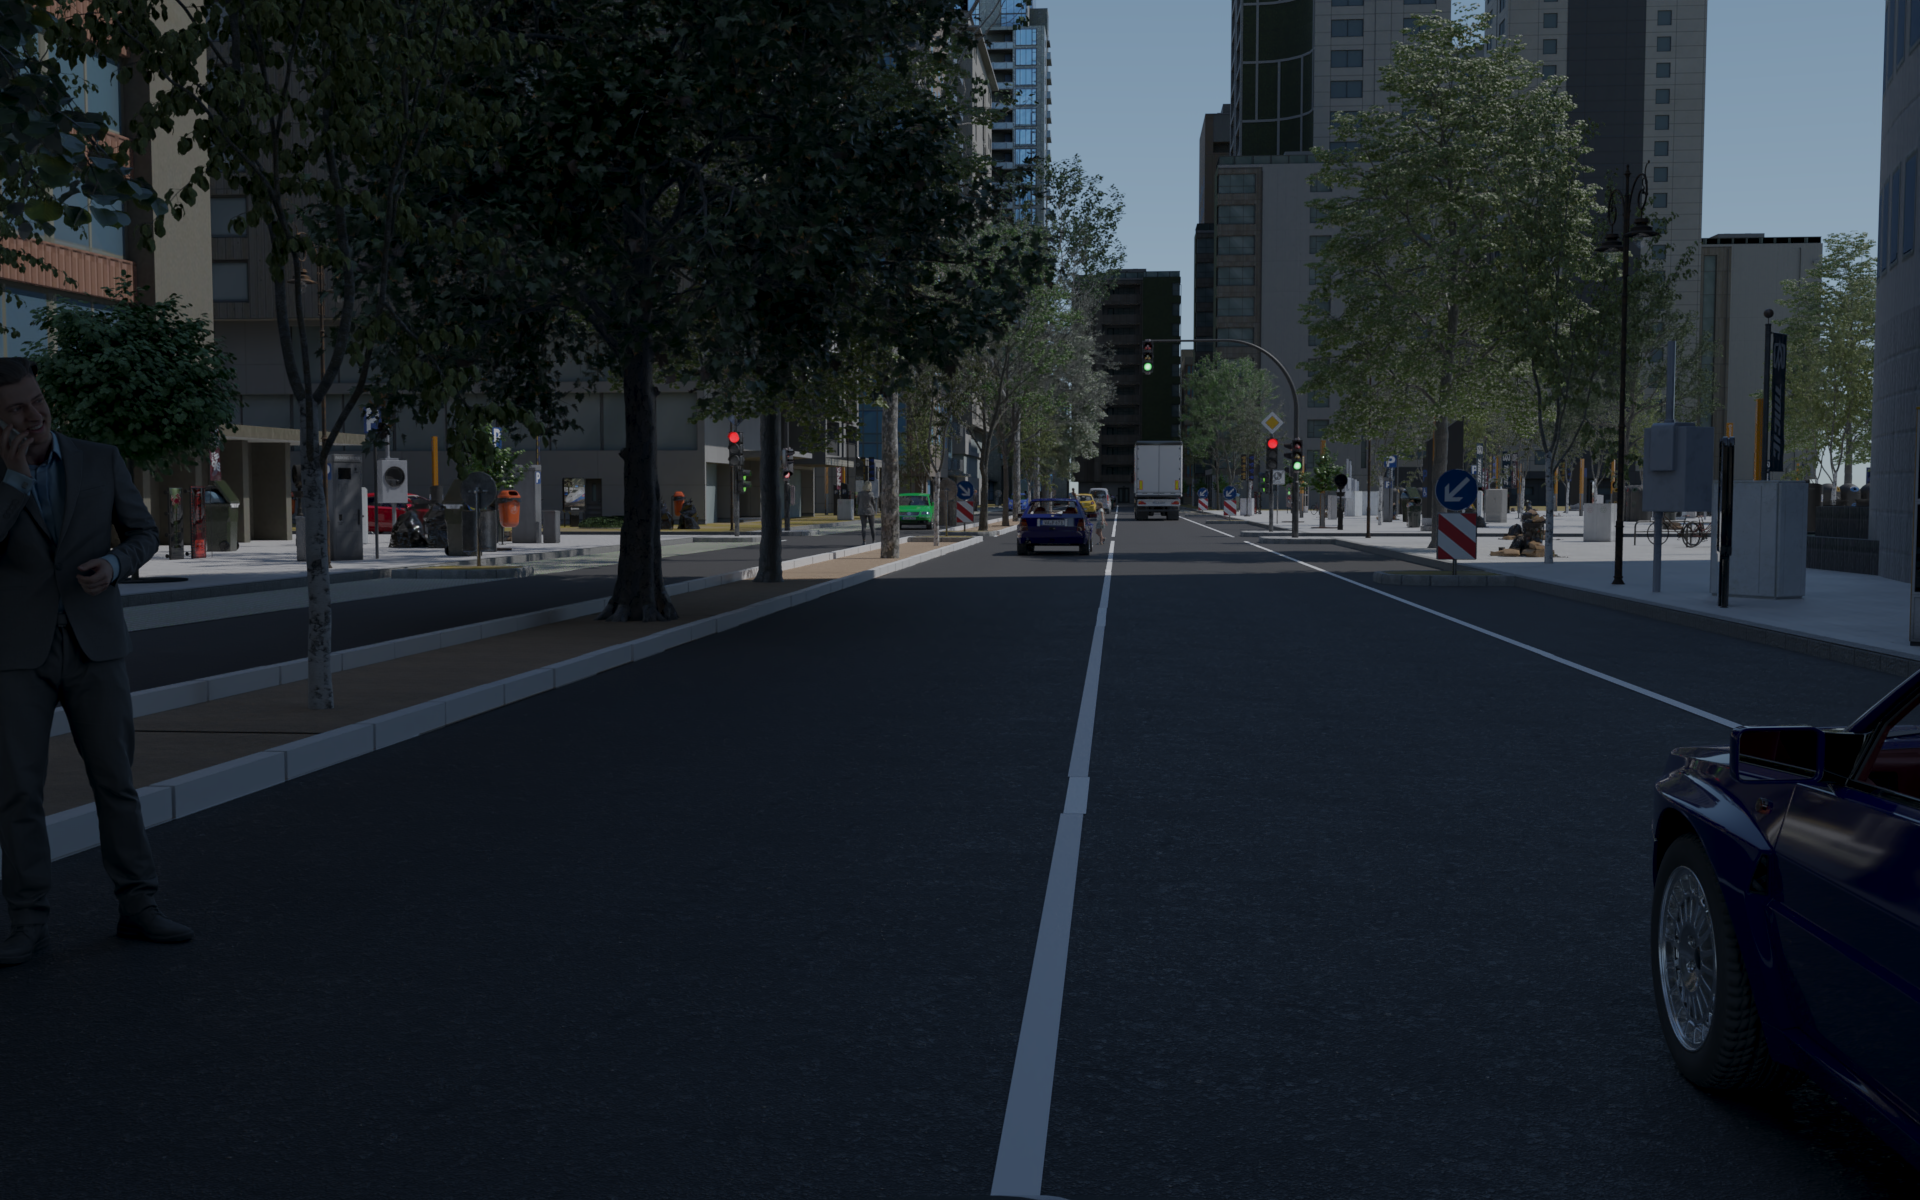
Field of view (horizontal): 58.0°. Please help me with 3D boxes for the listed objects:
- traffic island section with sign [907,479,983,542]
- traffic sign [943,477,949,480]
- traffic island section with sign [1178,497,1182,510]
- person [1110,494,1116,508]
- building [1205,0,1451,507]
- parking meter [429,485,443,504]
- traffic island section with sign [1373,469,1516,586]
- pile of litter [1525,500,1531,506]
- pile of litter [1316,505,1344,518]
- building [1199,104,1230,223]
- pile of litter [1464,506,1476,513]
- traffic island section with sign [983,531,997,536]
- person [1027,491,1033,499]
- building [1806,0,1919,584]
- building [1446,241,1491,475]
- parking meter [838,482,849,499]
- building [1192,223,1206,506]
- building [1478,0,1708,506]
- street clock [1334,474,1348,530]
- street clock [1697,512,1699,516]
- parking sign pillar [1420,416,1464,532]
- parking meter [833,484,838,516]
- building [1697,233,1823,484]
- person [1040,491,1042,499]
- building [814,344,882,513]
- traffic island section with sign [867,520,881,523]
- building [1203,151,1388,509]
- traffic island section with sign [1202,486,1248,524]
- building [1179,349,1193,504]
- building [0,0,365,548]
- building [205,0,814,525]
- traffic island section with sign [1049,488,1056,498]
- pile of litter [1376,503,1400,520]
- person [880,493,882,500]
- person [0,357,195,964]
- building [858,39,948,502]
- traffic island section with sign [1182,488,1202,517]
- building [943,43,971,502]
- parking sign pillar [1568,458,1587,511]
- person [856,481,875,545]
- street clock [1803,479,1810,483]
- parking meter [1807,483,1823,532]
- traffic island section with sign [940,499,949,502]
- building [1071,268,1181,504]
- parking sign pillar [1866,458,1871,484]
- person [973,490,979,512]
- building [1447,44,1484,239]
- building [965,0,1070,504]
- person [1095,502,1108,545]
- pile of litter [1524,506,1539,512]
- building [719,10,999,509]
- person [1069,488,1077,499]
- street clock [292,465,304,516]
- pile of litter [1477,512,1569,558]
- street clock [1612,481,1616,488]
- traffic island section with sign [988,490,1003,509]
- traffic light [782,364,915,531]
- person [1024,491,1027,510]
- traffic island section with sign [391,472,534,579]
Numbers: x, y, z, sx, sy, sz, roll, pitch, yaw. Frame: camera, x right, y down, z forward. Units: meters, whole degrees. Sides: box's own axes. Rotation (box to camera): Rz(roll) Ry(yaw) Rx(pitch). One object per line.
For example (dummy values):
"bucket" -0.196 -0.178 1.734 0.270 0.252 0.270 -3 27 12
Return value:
"traffic island section with sign" -0.469 -2.686 52.058 2.006 1.907 1.989 0 4 5
"traffic sign" -1.044 -8.111 132.719 0.768 2.556 0.104 1 4 12
"traffic island section with sign" 19.929 -9.267 160.150 1.989 1.847 2.006 0 4 5
"person" 15.722 -10.180 178.169 0.697 1.427 0.421 2 4 26
"building" 34.639 -44.531 166.330 20.563 71.187 20.611 0 4 5
"parking meter" -15.215 -2.565 50.344 0.372 1.533 0.369 0 3 0
"traffic island section with sign" 7.754 -1.182 27.961 1.989 1.847 2.006 0 4 5
"pile of litter" 43.093 -7.135 130.623 1.176 0.858 1.719 1 4 11
"pile of litter" 20.008 -4.871 93.607 1.719 0.858 1.176 -1 4 -11
"building" 34.644 -33.586 199.247 14.600 45.320 14.200 0 4 5
"pile of litter" 19.403 -3.199 66.262 1.719 0.858 1.176 1 4 12
"traffic island section with sign" 0.220 -3.137 59.434 2.006 1.907 1.989 0 4 5
"person" 8.049 -11.645 198.880 0.705 1.826 1.348 2 4 31
"building" 23.530 -29.187 19.209 21.231 58.520 28.212 0 4 5
"building" 52.010 -26.105 198.521 14.107 30.474 14.160 0 4 5
"parking meter" -5.703 -4.907 85.939 0.399 1.863 0.255 0 4 8
"building" 31.987 -25.323 185.732 14.160 30.474 14.107 0 4 5
"building" 69.090 -46.190 193.456 20.611 71.187 20.563 0 4 5
"street clock" 13.541 -3.490 61.624 0.471 2.002 0.358 0 4 6
"street clock" 40.354 -5.523 94.864 0.471 2.002 0.358 0 4 8
"parking sign pillar" 16.631 -4.355 59.675 1.447 3.967 1.447 -1 4 -10
"parking meter" -7.338 -5.969 103.304 0.399 1.863 0.255 1 4 15
"building" 87.327 -25.947 195.927 14.107 30.474 14.160 0 4 5
"person" 8.027 -10.085 174.208 0.721 1.723 1.217 3 5 42
"building" -15.956 -41.923 123.695 20.563 71.187 20.611 0 4 5
"traffic island section with sign" -3.450 -4.662 84.850 1.989 1.847 2.006 0 4 5
"building" 28.938 -23.148 150.176 14.160 30.474 14.107 0 4 5
"traffic island section with sign" 12.883 -4.589 83.662 1.989 1.847 2.006 0 4 5
"building" 43.935 -23.588 230.710 28.899 21.520 27.650 0 4 5
"building" -32.629 -23.558 39.806 28.867 44.769 22.147 0 4 5
"building" -20.545 -30.260 83.983 28.713 52.752 27.495 0 4 5
"traffic island section with sign" 7.098 -7.714 134.258 2.006 1.907 1.989 0 4 5
"pile of litter" 21.263 -4.412 86.097 1.176 0.858 1.719 1 4 16
"person" -3.480 -4.414 80.939 0.520 1.790 0.573 1 4 14
"person" -2.761 0.179 5.373 0.655 1.846 0.447 -2 4 -35
"building" -8.591 -30.178 143.526 14.600 45.320 14.200 0 4 5
"traffic island section with sign" 15.361 -6.231 110.503 1.989 1.847 2.006 0 4 5
"building" -11.502 -33.444 166.415 23.786 49.044 30.456 0 4 5
"parking sign pillar" 46.478 -8.664 130.135 1.447 3.967 1.447 -1 4 -21
"person" -2.630 -2.438 48.542 0.537 1.800 0.526 1 4 13
"street clock" 41.179 -4.875 84.284 0.358 2.002 0.471 3 5 42
"parking meter" 19.570 -1.915 39.722 0.372 1.533 0.369 0 3 0
"traffic island section with sign" -0.979 -6.304 111.692 1.989 1.847 2.006 0 4 5
"building" 21.462 -27.731 225.102 14.107 30.474 14.160 0 4 5
"parking sign pillar" 65.744 -8.333 124.714 1.447 3.967 1.447 0 4 3
"person" 1.316 -8.014 140.086 0.434 1.755 0.990 2 4 24
"building" 73.269 -41.646 222.909 28.212 58.520 21.231 0 4 5
"building" -0.940 -56.096 229.843 31.000 86.520 22.319 0 4 5
"person" 4.024 -2.167 48.939 0.382 1.210 0.505 0 4 -7
"pile of litter" 15.999 -2.112 48.499 1.719 0.858 1.176 2 4 29
"building" -10.345 -37.148 196.605 27.495 52.752 28.713 0 4 5
"person" 6.727 -5.769 102.909 0.616 1.811 0.778 2 4 29
"street clock" -16.282 -2.332 42.703 0.358 2.002 0.471 -3 4 -37
"pile of litter" 11.636 -1.317 35.500 1.176 0.858 1.719 -1 4 -20
"street clock" 35.623 -5.463 93.888 0.358 2.002 0.471 -3 5 -39
"traffic island section with sign" 3.627 -9.359 161.655 1.989 1.847 2.006 0 4 5
"traffic light" -3.906 -5.223 60.058 4.771 5.953 1.251 0 4 5
"person" 5.822 -9.026 156.752 0.721 1.739 1.217 0 4 -2
"traffic island section with sign" -8.507 -1.307 29.995 1.989 1.847 2.006 0 4 5
